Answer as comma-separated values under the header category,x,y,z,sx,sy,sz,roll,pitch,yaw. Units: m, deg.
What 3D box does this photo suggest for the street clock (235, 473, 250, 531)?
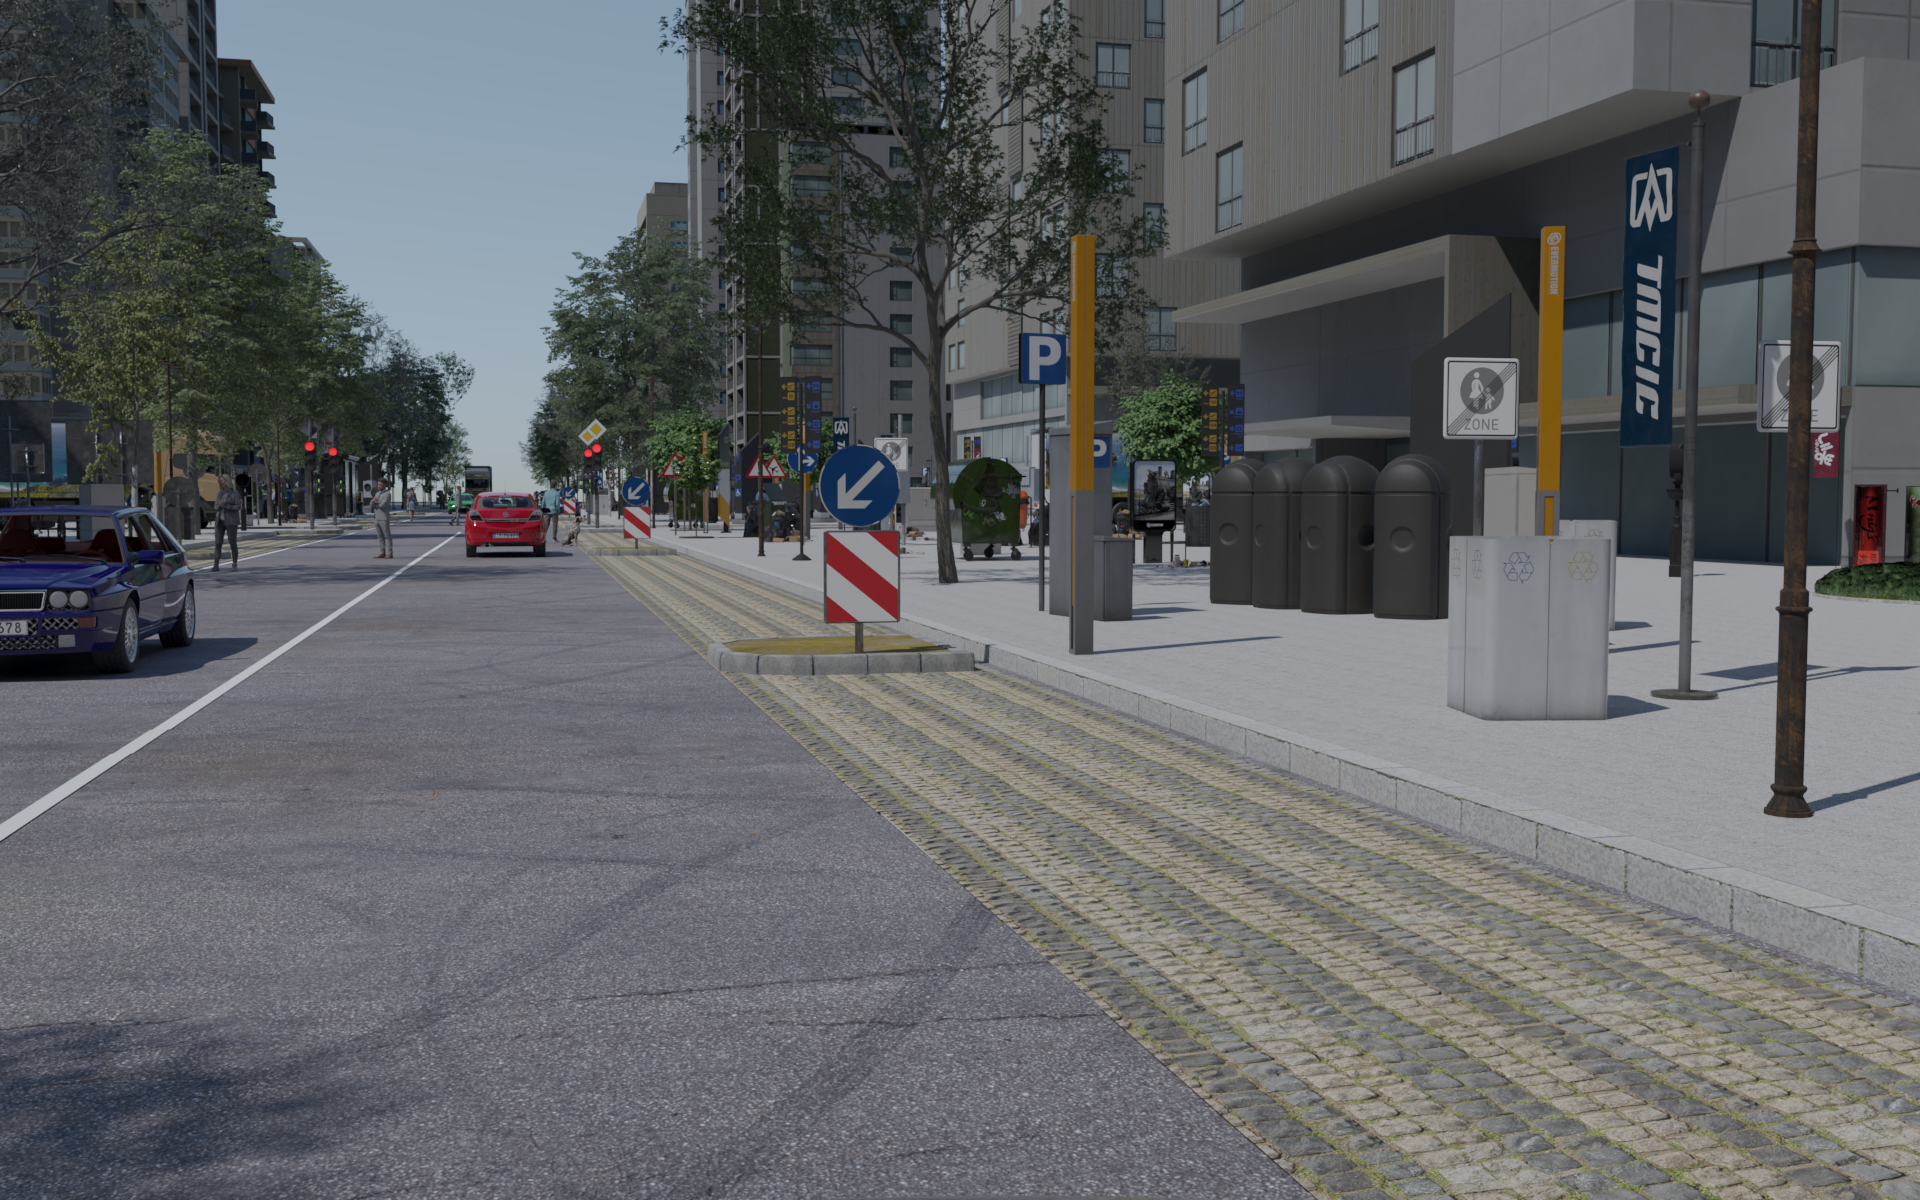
category,x,y,z,sx,sy,sz,roll,pitch,yaw
street clock,-24.944,-3.406,60.261,0.471,2.002,0.358,-1,4,-23

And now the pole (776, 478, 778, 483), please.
category,x,y,z,sx,sy,sz,roll,pitch,yaw
pole,-10.798,-6.626,102.184,0.158,3.312,0.155,0,3,0

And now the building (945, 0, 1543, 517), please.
category,x,y,z,sx,sy,sz,roll,pitch,yaw
building,14.862,-31.563,105.295,27.495,52.752,28.713,-1,4,-14

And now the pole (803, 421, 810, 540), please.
category,x,y,z,sx,sy,sz,roll,pitch,yaw
pole,-4.280,-3.324,48.195,0.158,3.312,0.155,0,3,0

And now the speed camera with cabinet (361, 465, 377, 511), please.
category,x,y,z,sx,sy,sz,roll,pitch,yaw
speed camera with cabinet,-40.299,-7.474,116.532,2.038,3.252,0.660,1,4,15

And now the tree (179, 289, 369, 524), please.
category,x,y,z,sx,sy,sz,roll,pitch,yaw
tree,-29.743,-8.581,74.711,8.767,10.594,7.601,-1,4,-10

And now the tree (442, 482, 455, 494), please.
category,x,y,z,sx,sy,sz,roll,pitch,yaw
tree,-69.899,-14.766,236.023,1.663,3.219,1.824,0,3,0

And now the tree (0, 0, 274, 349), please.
category,x,y,z,sx,sy,sz,roll,pitch,yaw
tree,-16.552,-7.099,26.442,12.009,13.543,11.850,0,3,0

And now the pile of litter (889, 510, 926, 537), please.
category,x,y,z,sx,sy,sz,roll,pitch,yaw
pile of litter,-1.571,-2.319,51.886,1.176,0.858,1.719,1,4,23

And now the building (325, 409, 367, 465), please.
category,x,y,z,sx,sy,sz,roll,pitch,yaw
building,-107.467,-25.883,268.233,27.650,21.520,28.899,-1,4,-14

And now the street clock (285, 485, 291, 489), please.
category,x,y,z,sx,sy,sz,roll,pitch,yaw
street clock,-51.907,-7.908,133.870,0.358,2.002,0.471,0,4,4

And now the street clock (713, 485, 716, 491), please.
category,x,y,z,sx,sy,sz,roll,pitch,yaw
street clock,-20.394,-8.572,144.725,0.471,2.002,0.358,-2,4,-29

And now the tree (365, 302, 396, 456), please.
category,x,y,z,sx,sy,sz,roll,pitch,yaw
tree,-31.115,-10.081,82.951,7.486,12.596,7.792,0,3,0

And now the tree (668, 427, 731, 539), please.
category,x,y,z,sx,sy,sz,roll,pitch,yaw
tree,-7.749,-3.409,50.339,1.663,3.219,1.824,0,3,0

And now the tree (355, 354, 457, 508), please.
category,x,y,z,sx,sy,sz,roll,pitch,yaw
tree,-49.718,-15.190,155.017,9.857,13.997,8.962,0,3,0

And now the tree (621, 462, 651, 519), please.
category,x,y,z,sx,sy,sz,roll,pitch,yaw
tree,-17.095,-5.818,89.723,1.663,3.219,1.824,0,3,0

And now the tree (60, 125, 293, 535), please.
category,x,y,z,sx,sy,sz,roll,pitch,yaw
tree,-24.096,-8.331,54.346,7.486,12.596,7.792,0,3,0

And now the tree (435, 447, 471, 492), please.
category,x,y,z,sx,sy,sz,roll,pitch,yaw
tree,-86.198,-22.052,294.966,7.601,10.594,8.767,-1,4,-8

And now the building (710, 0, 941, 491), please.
category,x,y,z,sx,sy,sz,roll,pitch,yaw
building,-14.224,-44.893,172.258,20.563,71.187,20.611,-1,4,-14

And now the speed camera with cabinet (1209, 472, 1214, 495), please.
category,x,y,z,sx,sy,sz,roll,pitch,yaw
speed camera with cabinet,9.614,-4.528,68.370,0.660,3.252,2.038,1,4,18

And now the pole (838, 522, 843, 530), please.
category,x,y,z,sx,sy,sz,roll,pitch,yaw
pole,-4.292,-4.175,62.097,0.158,3.312,0.155,0,3,0

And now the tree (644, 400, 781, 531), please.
category,x,y,z,sx,sy,sz,roll,pitch,yaw
tree,-9.446,-4.722,60.925,4.285,4.588,4.351,0,3,0

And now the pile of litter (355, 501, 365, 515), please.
category,x,y,z,sx,sy,sz,roll,pitch,yaw
pile of litter,-37.994,-5.808,108.927,1.176,0.858,1.719,-2,4,-26

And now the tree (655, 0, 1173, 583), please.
category,x,y,z,sx,sy,sz,roll,pitch,yaw
tree,-0.506,-5.523,24.717,7.601,10.594,8.767,0,4,7

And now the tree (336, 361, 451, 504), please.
category,x,y,z,sx,sy,sz,roll,pitch,yaw
tree,-44.895,-12.729,133.876,9.928,11.665,9.643,0,3,0

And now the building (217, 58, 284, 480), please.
category,x,y,z,sx,sy,sz,roll,pitch,yaw
building,-79.457,-31.499,169.633,22.147,44.769,28.867,-1,4,-14

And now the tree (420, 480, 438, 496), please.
category,x,y,z,sx,sy,sz,roll,pitch,yaw
tree,-56.045,-11.472,182.172,1.663,3.219,1.824,0,3,0

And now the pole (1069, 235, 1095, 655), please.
category,x,y,z,sx,sy,sz,roll,pitch,yaw
pole,0.971,-1.219,13.779,0.158,3.312,0.155,0,3,0

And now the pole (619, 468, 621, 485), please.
category,x,y,z,sx,sy,sz,roll,pitch,yaw
pole,-23.835,-7.790,121.217,0.158,3.312,0.155,0,3,0

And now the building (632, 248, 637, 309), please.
category,x,y,z,sx,sy,sz,roll,pitch,yaw
building,-43.468,-38.968,291.747,22.147,44.769,28.867,-1,4,-14

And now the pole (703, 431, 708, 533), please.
category,x,y,z,sx,sy,sz,roll,pitch,yaw
pole,-8.301,-3.831,56.486,0.158,3.312,0.155,0,3,0

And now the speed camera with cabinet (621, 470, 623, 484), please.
category,x,y,z,sx,sy,sz,roll,pitch,yaw
speed camera with cabinet,-27.349,-9.090,142.965,0.660,3.252,2.038,-3,5,-43

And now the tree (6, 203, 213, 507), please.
category,x,y,z,sx,sy,sz,roll,pitch,yaw
tree,-20.915,-5.677,43.189,4.737,8.622,4.395,0,3,0

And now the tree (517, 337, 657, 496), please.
category,x,y,z,sx,sy,sz,roll,pitch,yaw
tree,-28.347,-13.694,134.273,12.009,13.543,11.850,0,3,0

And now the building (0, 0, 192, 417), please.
category,x,y,z,sx,sy,sz,roll,pitch,yaw
building,-69.315,-26.334,122.443,32.217,40.220,23.993,-1,4,-14

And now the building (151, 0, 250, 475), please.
category,x,y,z,sx,sy,sz,roll,pitch,yaw
building,-71.458,-43.230,145.058,20.563,71.187,20.611,-1,4,-14

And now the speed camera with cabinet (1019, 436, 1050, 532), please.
category,x,y,z,sx,sy,sz,roll,pitch,yaw
speed camera with cabinet,2.951,-3.929,58.573,2.038,3.252,0.660,2,4,33

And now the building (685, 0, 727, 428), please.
category,x,y,z,sx,sy,sz,roll,pitch,yaw
building,-20.244,-40.053,196.871,21.231,58.520,28.212,-1,4,-14

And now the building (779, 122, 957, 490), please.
category,x,y,z,sx,sy,sz,roll,pitch,yaw
building,-7.569,-22.449,138.743,14.160,30.474,14.107,-1,4,-14

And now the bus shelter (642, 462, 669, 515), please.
category,x,y,z,sx,sy,sz,roll,pitch,yaw
bus shelter,-18.981,-8.098,110.041,2.179,5.291,8.768,-1,4,-14

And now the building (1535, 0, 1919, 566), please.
category,x,y,z,sx,sy,sz,roll,pitch,yaw
building,22.573,-27.820,44.104,28.713,52.752,27.495,-1,4,-14

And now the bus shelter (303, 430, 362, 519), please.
category,x,y,z,sx,sy,sz,roll,pitch,yaw
bus shelter,-33.514,-7.009,92.222,2.179,5.291,8.768,-1,4,-14

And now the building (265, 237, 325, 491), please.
category,x,y,z,sx,sy,sz,roll,pitch,yaw
building,-102.392,-33.598,241.207,32.217,40.220,23.993,-1,4,-14

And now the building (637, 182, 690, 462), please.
category,x,y,z,sx,sy,sz,roll,pitch,yaw
building,-37.896,-39.284,265.990,21.300,48.544,21.600,-1,4,-14

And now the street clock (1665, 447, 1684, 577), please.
category,x,y,z,sx,sy,sz,roll,pitch,yaw
street clock,11.063,-1.354,26.716,0.358,2.002,0.471,2,4,27

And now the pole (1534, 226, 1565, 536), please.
category,x,y,z,sx,sy,sz,roll,pitch,yaw
pole,4.535,-1.193,13.342,0.158,3.312,0.155,0,3,0

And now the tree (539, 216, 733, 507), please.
category,x,y,z,sx,sy,sz,roll,pitch,yaw
tree,-15.204,-10.651,80.793,9.857,13.997,8.962,0,3,0

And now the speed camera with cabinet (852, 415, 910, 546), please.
category,x,y,z,sx,sy,sz,roll,pitch,yaw
speed camera with cabinet,-2.013,-3.021,43.725,0.660,3.252,2.038,-2,4,-33

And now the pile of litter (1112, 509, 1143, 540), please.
category,x,y,z,sx,sy,sz,roll,pitch,yaw
pile of litter,4.645,-2.128,48.761,1.719,0.858,1.176,1,4,19

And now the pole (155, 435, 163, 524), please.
category,x,y,z,sx,sy,sz,roll,pitch,yaw
pole,-27.697,-4.039,59.881,0.158,3.312,0.155,0,3,0

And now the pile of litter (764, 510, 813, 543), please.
category,x,y,z,sx,sy,sz,roll,pitch,yaw
pile of litter,-4.609,-1.984,46.410,1.719,0.858,1.176,-3,5,-40

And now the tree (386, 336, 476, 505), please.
category,x,y,z,sx,sy,sz,roll,pitch,yaw
tree,-65.259,-21.576,208.649,12.611,20.169,13.585,0,3,0

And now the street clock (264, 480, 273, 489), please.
category,x,y,z,sx,sy,sz,roll,pitch,yaw
street clock,-36.289,-5.290,91.066,0.471,2.002,0.358,1,4,16

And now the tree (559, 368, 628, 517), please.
category,x,y,z,sx,sy,sz,roll,pitch,yaw
tree,-20.033,-9.026,97.943,4.360,8.622,3.978,0,3,0

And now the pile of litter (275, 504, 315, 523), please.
category,x,y,z,sx,sy,sz,roll,pitch,yaw
pile of litter,-29.569,-3.858,77.041,1.719,0.858,1.176,-1,4,-18

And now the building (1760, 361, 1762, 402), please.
category,x,y,z,sx,sy,sz,roll,pitch,yaw
building,43.952,-25.962,108.066,14.086,41.232,14.154,-1,4,-14

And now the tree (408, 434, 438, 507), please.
category,x,y,z,sx,sy,sz,roll,pitch,yaw
tree,-54.922,-13.855,176.889,4.360,8.622,3.978,0,3,0
